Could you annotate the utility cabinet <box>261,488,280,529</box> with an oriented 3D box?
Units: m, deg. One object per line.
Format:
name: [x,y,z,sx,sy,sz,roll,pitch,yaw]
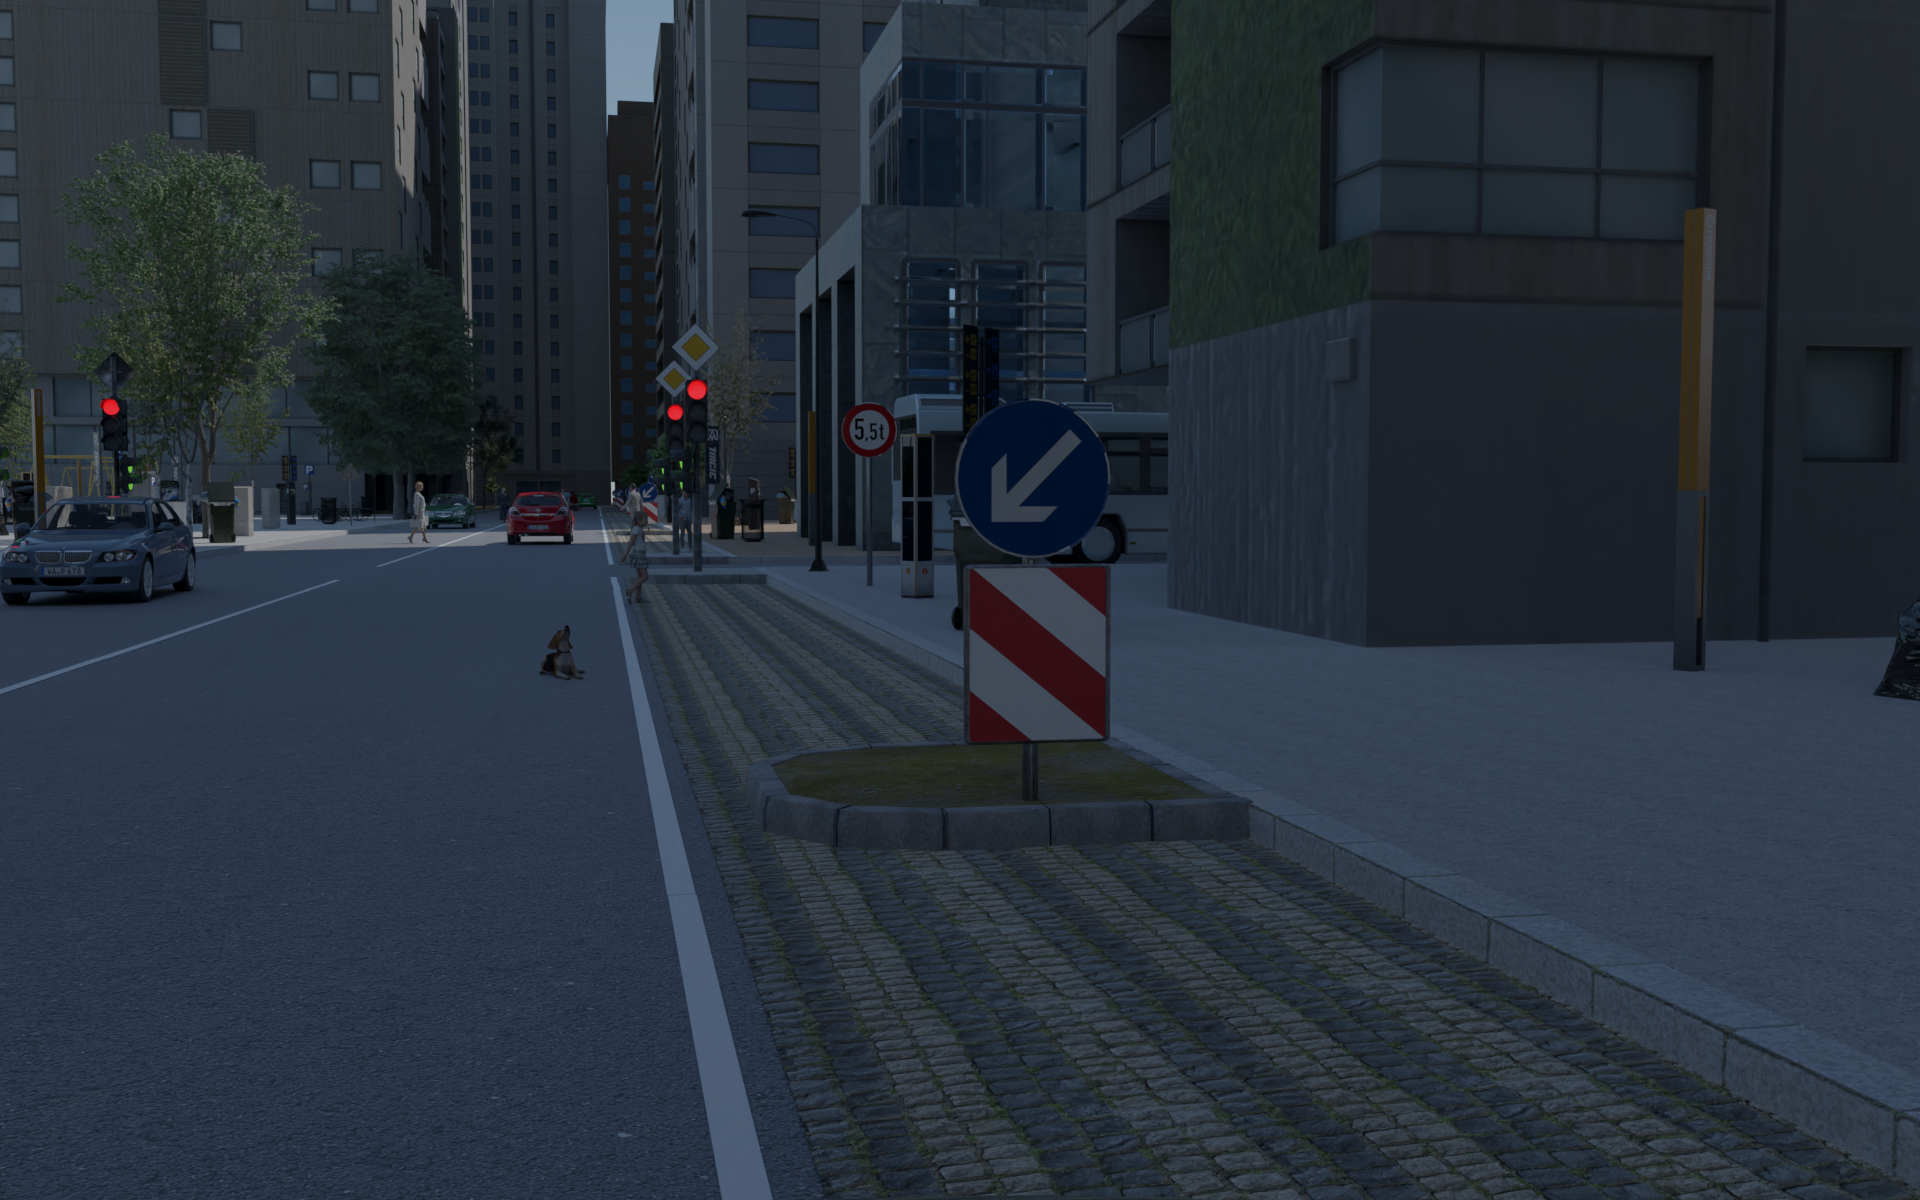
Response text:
utility cabinet: [-25.426,-3.379,63.927,0.318,1.500,1.173,0,4,-4]

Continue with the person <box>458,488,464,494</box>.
person: [-30.749,-5.998,106.905,0.599,1.781,0.374,-1,4,-13]

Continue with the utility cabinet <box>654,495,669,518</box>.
utility cabinet: [-16.012,-4.998,92.886,1.020,1.237,0.306,3,5,45]

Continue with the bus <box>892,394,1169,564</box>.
bus: [5.391,-2.406,34.198,13.247,3.499,2.948,-1,4,-13]

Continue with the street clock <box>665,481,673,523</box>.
street clock: [-12.956,-4.443,77.217,0.358,2.002,0.471,-2,4,-31]

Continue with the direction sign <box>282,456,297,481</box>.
direction sign: [-39.497,-6.734,102.090,0.876,3.537,0.379,0,4,3]

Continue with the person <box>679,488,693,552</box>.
person: [-6.799,-1.987,42.806,0.589,1.601,0.330,-3,5,-42]

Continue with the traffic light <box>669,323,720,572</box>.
traffic light: [-4.371,-2.428,28.620,0.839,4.253,0.868,-1,4,-12]

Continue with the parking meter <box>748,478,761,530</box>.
parking meter: [-7.363,-3.448,62.080,0.399,1.863,0.255,1,4,17]

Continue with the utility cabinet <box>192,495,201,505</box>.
utility cabinet: [-43.818,-5.445,100.192,1.020,1.237,0.306,-1,4,-16]

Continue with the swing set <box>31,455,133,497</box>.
swing set: [-37.202,-4.641,73.505,3.119,2.851,2.862,-1,4,-16]

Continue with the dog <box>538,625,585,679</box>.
dog: [-3.101,0.395,13.734,0.550,0.427,0.748,1,4,16]

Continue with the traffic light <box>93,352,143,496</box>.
traffic light: [-16.639,-2.769,34.196,0.839,4.253,0.868,-1,4,-12]

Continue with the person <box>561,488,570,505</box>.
person: [-23.825,-5.876,104.599,0.660,1.820,0.620,1,4,17]

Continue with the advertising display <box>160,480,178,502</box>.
advertising display: [-37.077,-4.648,81.201,0.123,1.923,0.974,2,4,24]

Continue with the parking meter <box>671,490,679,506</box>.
parking meter: [-13.686,-4.570,83.137,0.372,1.533,0.369,0,3,0]

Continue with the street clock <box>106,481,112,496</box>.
street clock: [-47.972,-5.691,97.617,0.358,2.002,0.471,-2,4,-27]

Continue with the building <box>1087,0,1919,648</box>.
building: [8.851,-20.656,21.324,14.154,41.232,14.086,-1,4,-12]

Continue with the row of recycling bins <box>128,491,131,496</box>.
row of recycling bins: [-40.716,-4.847,86.358,1.069,1.692,3.534,-1,4,-17]

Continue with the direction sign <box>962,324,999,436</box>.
direction sign: [0.285,-1.929,23.536,0.379,3.537,0.876,2,4,33]

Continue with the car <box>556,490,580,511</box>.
car: [-33.650,-8.518,147.935,2.281,1.827,5.304,-1,4,-11]

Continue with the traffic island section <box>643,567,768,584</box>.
traffic island section: [-4.330,-0.395,28.743,2.009,0.180,2.903,-1,4,-12]

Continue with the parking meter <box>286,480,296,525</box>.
parking meter: [-27.989,-4.083,72.465,0.255,1.863,0.399,-3,5,-44]

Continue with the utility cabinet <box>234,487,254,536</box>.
utility cabinet: [-21.759,-2.633,51.735,1.173,1.500,0.318,0,4,4]

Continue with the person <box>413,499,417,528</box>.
person: [-22.660,-3.603,72.099,0.352,1.250,0.332,3,5,42]

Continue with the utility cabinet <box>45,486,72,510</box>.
utility cabinet: [-25.249,-2.438,48.534,0.318,1.500,1.173,0,4,-4]

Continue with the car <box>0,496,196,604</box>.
car: [-11.925,-0.745,24.189,2.014,1.417,4.499,-1,4,-13]

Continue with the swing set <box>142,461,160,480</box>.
swing set: [-39.843,-5.188,82.445,3.119,2.851,2.862,-3,5,-42]

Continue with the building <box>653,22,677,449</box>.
building: [-19.552,-33.688,174.498,21.300,48.544,21.600,-1,4,-12]

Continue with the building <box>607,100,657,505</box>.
building: [-33.540,-33.728,201.558,14.200,45.320,14.600,-1,4,-12]

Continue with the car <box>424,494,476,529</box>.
car: [-21.364,-3.715,72.539,2.131,1.459,4.920,-1,4,-10]

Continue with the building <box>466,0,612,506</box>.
building: [-55.080,-40.279,200.554,28.212,58.520,21.231,-1,4,-12]

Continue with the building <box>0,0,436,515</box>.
building: [-50.964,-32.314,117.577,28.713,52.752,27.495,-1,4,-12]

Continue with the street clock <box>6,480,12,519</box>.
street clock: [-49.455,-5.245,90.318,0.471,2.002,0.358,2,4,23]

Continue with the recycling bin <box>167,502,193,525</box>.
recycling bin: [-25.339,-2.657,55.999,0.722,1.027,0.722,2,4,33]

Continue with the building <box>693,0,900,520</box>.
building: [-4.528,-34.018,98.193,21.231,58.520,28.212,-1,4,-12]

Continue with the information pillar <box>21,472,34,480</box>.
information pillar: [-31.097,-3.262,57.825,0.304,2.012,0.304,-1,4,-14]

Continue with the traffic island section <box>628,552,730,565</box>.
traffic island section: [-5.971,-0.873,36.558,2.009,0.180,2.903,-1,4,-12]

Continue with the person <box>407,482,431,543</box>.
person: [-15.773,-2.543,50.432,0.624,1.780,0.694,0,4,-1]

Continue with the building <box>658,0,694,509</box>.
building: [-16.639,-43.707,152.857,20.563,71.187,20.611,-1,4,-12]

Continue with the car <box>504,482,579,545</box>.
car: [-12.211,-2.536,50.512,2.155,1.783,4.494,-1,4,-11]

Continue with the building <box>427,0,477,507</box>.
building: [-58.392,-44.528,166.289,20.611,71.187,20.563,-1,4,-12]

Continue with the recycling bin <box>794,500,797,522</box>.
recycling bin: [-7.208,-4.039,78.597,0.722,1.027,0.722,-3,5,-43]

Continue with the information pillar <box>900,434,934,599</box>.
information pillar: [-0.525,-1.030,21.336,0.304,2.012,0.304,-3,5,-40]

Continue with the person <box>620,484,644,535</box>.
person: [-11.124,-3.080,59.132,0.850,1.792,0.678,2,4,29]

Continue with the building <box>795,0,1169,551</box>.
building: [10.690,-45.116,50.325,31.000,86.520,22.319,-1,4,-12]

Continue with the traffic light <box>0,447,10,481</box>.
traffic light: [-14.999,-2.291,26.381,0.839,4.253,0.868,-1,4,-12]

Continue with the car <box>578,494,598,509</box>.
car: [-35.070,-9.428,162.939,1.959,1.807,4.718,-1,4,-11]

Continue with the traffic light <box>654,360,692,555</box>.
traffic light: [-6.012,-2.906,36.436,0.839,4.253,0.868,-1,4,-12]

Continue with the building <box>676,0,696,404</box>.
building: [-7.156,-33.107,130.538,28.713,52.752,27.495,-1,4,-12]

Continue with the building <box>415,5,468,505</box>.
building: [-47.957,-27.920,140.092,14.154,41.232,14.086,-1,4,-12]

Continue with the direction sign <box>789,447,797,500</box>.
direction sign: [-7.948,-5.622,83.920,0.379,3.537,0.876,3,5,44]
